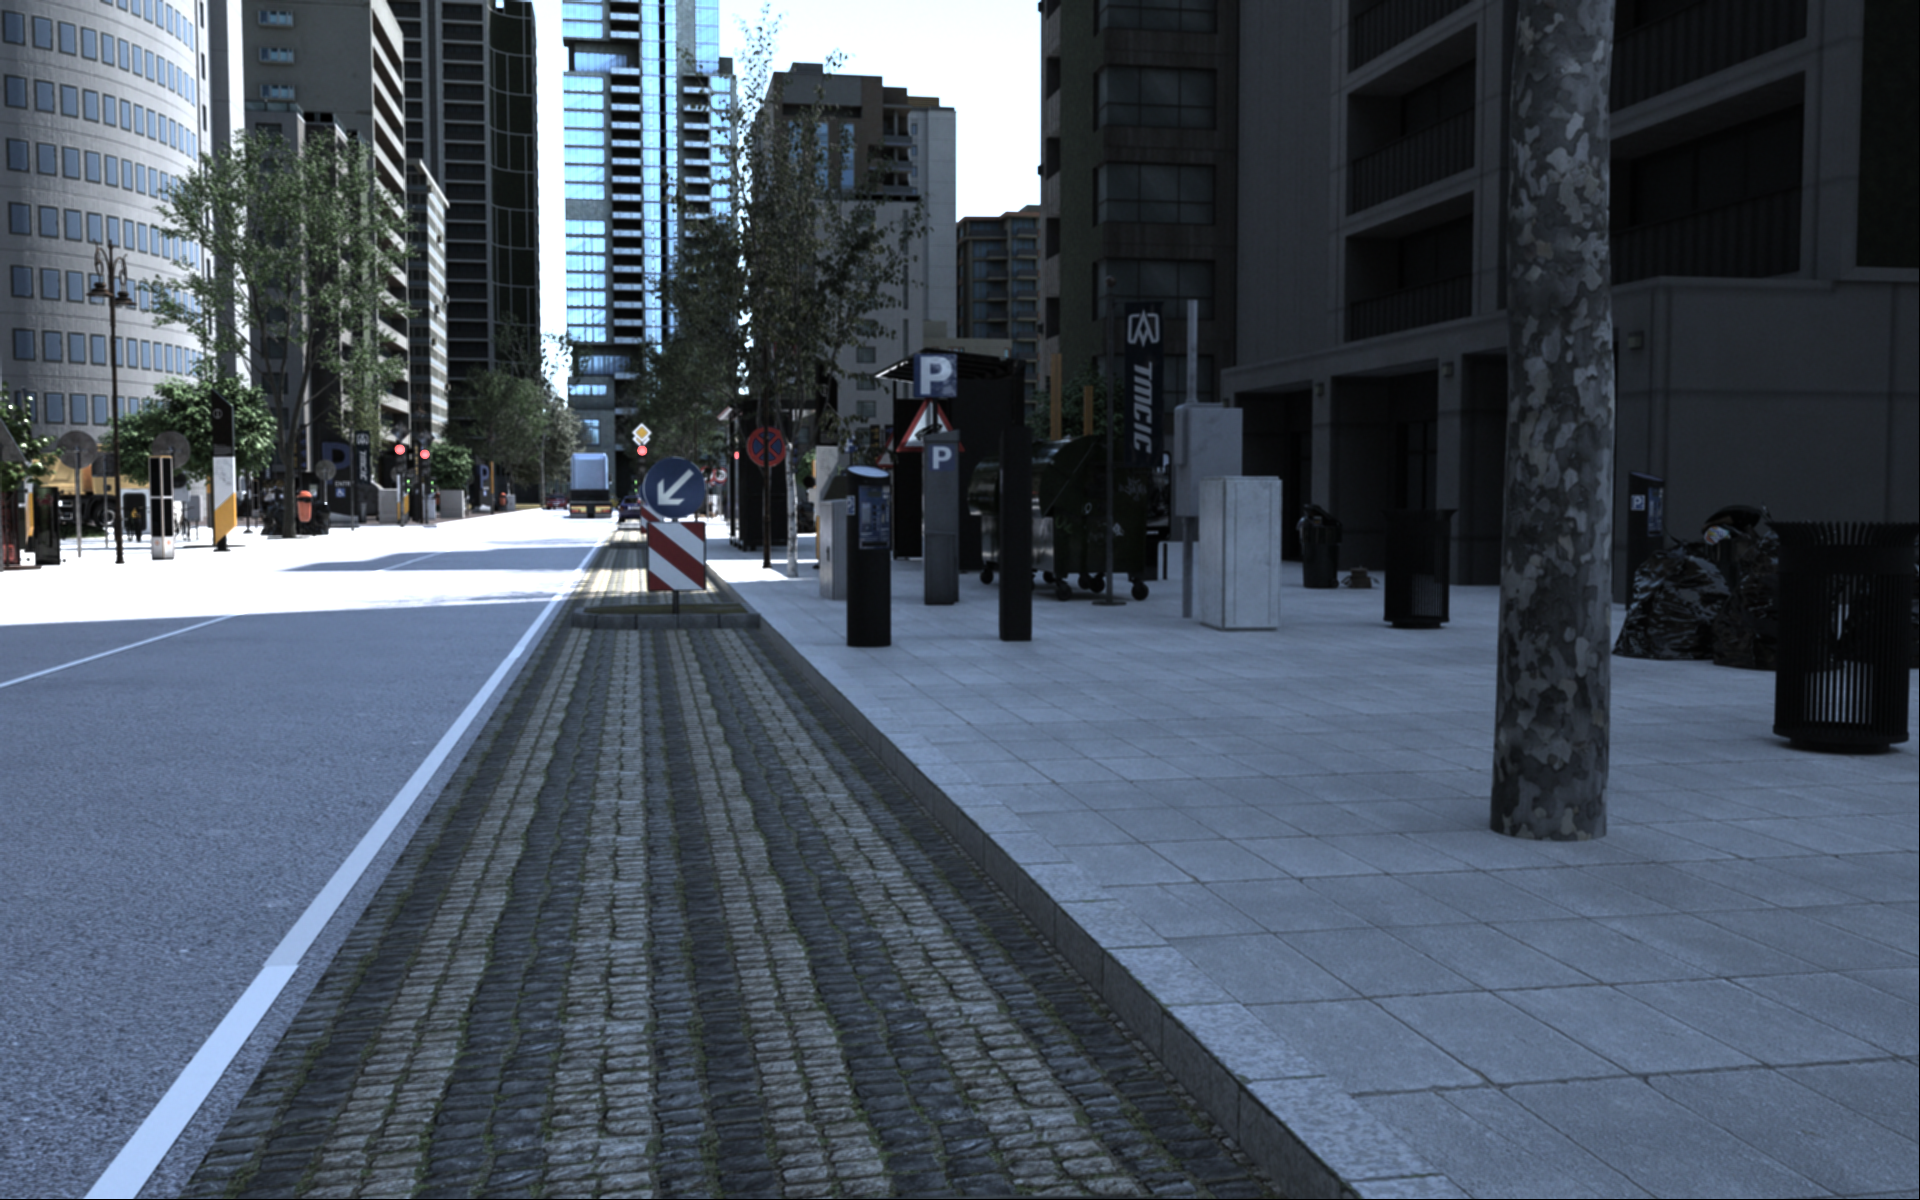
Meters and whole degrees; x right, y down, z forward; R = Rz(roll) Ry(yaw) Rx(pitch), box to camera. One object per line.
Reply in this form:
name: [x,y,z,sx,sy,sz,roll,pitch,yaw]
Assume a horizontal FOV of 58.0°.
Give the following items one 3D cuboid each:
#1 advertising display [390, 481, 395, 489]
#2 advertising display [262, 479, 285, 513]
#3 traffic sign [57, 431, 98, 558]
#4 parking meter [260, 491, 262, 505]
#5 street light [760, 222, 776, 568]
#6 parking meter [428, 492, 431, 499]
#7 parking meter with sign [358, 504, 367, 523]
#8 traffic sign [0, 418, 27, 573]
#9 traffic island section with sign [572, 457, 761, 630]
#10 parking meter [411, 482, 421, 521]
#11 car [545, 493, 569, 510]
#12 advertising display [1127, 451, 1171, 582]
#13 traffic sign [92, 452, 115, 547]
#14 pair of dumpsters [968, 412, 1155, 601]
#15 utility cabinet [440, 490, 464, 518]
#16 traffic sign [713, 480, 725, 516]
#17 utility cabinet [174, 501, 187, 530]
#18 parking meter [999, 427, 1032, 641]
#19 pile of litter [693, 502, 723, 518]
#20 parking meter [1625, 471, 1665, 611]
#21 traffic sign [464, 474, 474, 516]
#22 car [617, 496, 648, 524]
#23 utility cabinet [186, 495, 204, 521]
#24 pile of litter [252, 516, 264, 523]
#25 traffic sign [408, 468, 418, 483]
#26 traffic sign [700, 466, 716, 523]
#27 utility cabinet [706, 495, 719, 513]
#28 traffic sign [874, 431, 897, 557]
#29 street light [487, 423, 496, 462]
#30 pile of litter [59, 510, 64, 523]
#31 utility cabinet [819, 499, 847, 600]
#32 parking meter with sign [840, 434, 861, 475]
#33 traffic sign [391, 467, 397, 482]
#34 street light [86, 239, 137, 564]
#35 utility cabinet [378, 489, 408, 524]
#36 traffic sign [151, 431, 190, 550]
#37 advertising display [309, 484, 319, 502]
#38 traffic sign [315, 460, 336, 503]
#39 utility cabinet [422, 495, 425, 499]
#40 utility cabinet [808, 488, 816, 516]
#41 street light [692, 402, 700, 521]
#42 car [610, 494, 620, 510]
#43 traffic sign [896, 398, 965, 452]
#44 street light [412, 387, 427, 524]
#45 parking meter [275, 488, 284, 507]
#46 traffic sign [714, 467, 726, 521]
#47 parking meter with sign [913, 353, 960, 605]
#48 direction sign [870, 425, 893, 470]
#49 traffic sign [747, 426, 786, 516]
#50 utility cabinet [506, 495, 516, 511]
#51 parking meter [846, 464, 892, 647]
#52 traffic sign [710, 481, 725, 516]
advertising display: [-27.902,-4.888,85.137,0.123,1.923,0.974,-2,4,-24]
advertising display: [-30.136,-4.334,76.071,0.974,1.923,0.123,0,4,-5]
traffic sign: [-17.700,-2.119,34.747,0.768,2.556,0.104,-1,4,-9]
parking meter: [-44.522,-6.256,110.694,0.372,1.533,0.369,0,3,0]
street light: [-3.335,-3.484,29.752,0.468,5.910,1.993,-1,4,-11]
parking meter: [-33.522,-6.163,109.177,0.372,1.533,0.369,0,3,0]
parking meter with sign: [-26.736,-4.866,75.821,0.543,3.016,1.738,1,4,20]
traffic sign: [-15.674,-1.727,28.248,0.884,2.594,0.081,0,4,-1]
traffic island section with sign: [-3.266,-0.642,19.129,1.989,1.847,2.006,-1,4,-11]
parking meter: [-25.552,-4.626,81.349,0.255,1.863,0.399,3,5,44]
car: [-36.580,-9.067,157.282,2.155,1.783,4.494,-1,4,-10]
advertising display: [2.786,-1.250,25.646,0.123,1.923,0.974,3,5,43]
traffic sign: [-20.615,-2.426,41.788,0.606,2.300,0.079,0,4,-8]
pair of dumpsters: [1.275,-1.236,22.704,1.574,2.255,4.437,-1,4,-10]
utility cabinet: [-26.722,-5.043,91.139,1.173,1.500,0.318,0,4,-2]
traffic sign: [-14.226,-6.257,102.406,0.768,2.556,0.104,0,4,-2]
utility cabinet: [-27.734,-3.206,61.098,0.318,1.500,1.173,0,4,2]
parking meter: [0.488,-0.582,15.230,0.255,1.863,0.399,0,4,-5]
pile of litter: [-13.749,-4.909,94.226,1.719,0.858,1.176,2,4,33]
parking meter: [7.507,-0.646,18.975,0.372,1.533,0.369,0,3,0]
traffic sign: [-28.564,-6.132,100.357,0.768,2.556,0.104,0,4,-4]
car: [-15.827,-4.418,84.813,1.945,1.354,3.894,-1,4,-9]
utility cabinet: [-36.219,-4.313,81.681,1.020,1.237,0.306,1,4,11]
pile of litter: [-30.954,-3.906,77.828,1.719,0.858,1.176,-1,4,-14]
traffic sign: [-26.510,-5.135,84.057,0.768,2.556,0.104,0,4,-2]
traffic sign: [-11.361,-4.762,77.964,0.768,2.556,0.104,0,4,-4]
utility cabinet: [-15.651,-6.021,109.602,0.306,1.237,1.020,2,4,24]
traffic sign: [-1.355,-2.165,35.397,0.884,2.594,0.081,-1,4,-10]
street light: [-30.623,-8.598,113.372,0.468,5.910,1.993,-1,4,-11]
pile of litter: [-30.304,-2.724,58.506,1.176,0.858,1.719,-1,4,-23]
utility cabinet: [-1.526,-0.625,21.376,0.306,1.237,1.020,-1,4,-14]
parking meter with sign: [-3.201,-3.254,49.461,0.543,3.016,1.738,0,4,3]
traffic sign: [-25.060,-4.729,77.432,0.768,2.556,0.104,0,4,-5]
street light: [-15.418,-3.598,31.610,0.468,5.910,1.993,-1,4,-11]
utility cabinet: [-24.428,-4.036,74.668,1.173,1.500,0.318,-3,5,-43]
traffic sign: [-15.925,-2.132,34.967,0.768,2.556,0.104,0,4,-3]
advertising display: [-42.925,-6.720,115.088,0.974,1.923,0.123,3,4,38]
traffic sign: [-23.495,-3.917,64.144,0.768,2.556,0.104,0,4,-2]
utility cabinet: [-42.714,-7.759,138.015,0.306,1.237,1.020,0,4,-3]
utility cabinet: [-4.923,-3.330,63.119,1.173,1.500,0.318,1,4,18]
street light: [-10.390,-5.829,68.093,0.468,5.910,1.993,-1,4,-11]
car: [-32.460,-9.174,160.223,2.015,1.641,3.980,-1,4,-10]
traffic sign: [-0.378,-1.345,21.992,0.884,2.594,0.081,-1,4,-8]
street light: [-23.419,-6.264,75.211,0.468,5.910,1.993,-1,4,-11]
parking meter: [-28.973,-3.996,73.752,0.372,1.533,0.369,0,3,0]
traffic sign: [-11.212,-4.958,81.176,0.768,2.556,0.104,0,4,-4]
parking meter with sign: [-0.260,-1.498,20.753,0.543,3.016,1.738,0,4,-3]
direction sign: [-2.530,-3.950,56.574,0.876,3.537,0.379,1,4,23]
traffic sign: [-3.604,-1.979,32.466,0.768,2.556,0.104,0,4,-1]
utility cabinet: [-33.685,-7.215,129.125,1.020,1.237,0.306,-1,4,-22]
parking meter: [-0.771,-0.380,14.631,0.372,1.533,0.369,0,3,0]
traffic sign: [-14.448,-6.311,103.184,0.884,2.594,0.081,-1,4,-9]
